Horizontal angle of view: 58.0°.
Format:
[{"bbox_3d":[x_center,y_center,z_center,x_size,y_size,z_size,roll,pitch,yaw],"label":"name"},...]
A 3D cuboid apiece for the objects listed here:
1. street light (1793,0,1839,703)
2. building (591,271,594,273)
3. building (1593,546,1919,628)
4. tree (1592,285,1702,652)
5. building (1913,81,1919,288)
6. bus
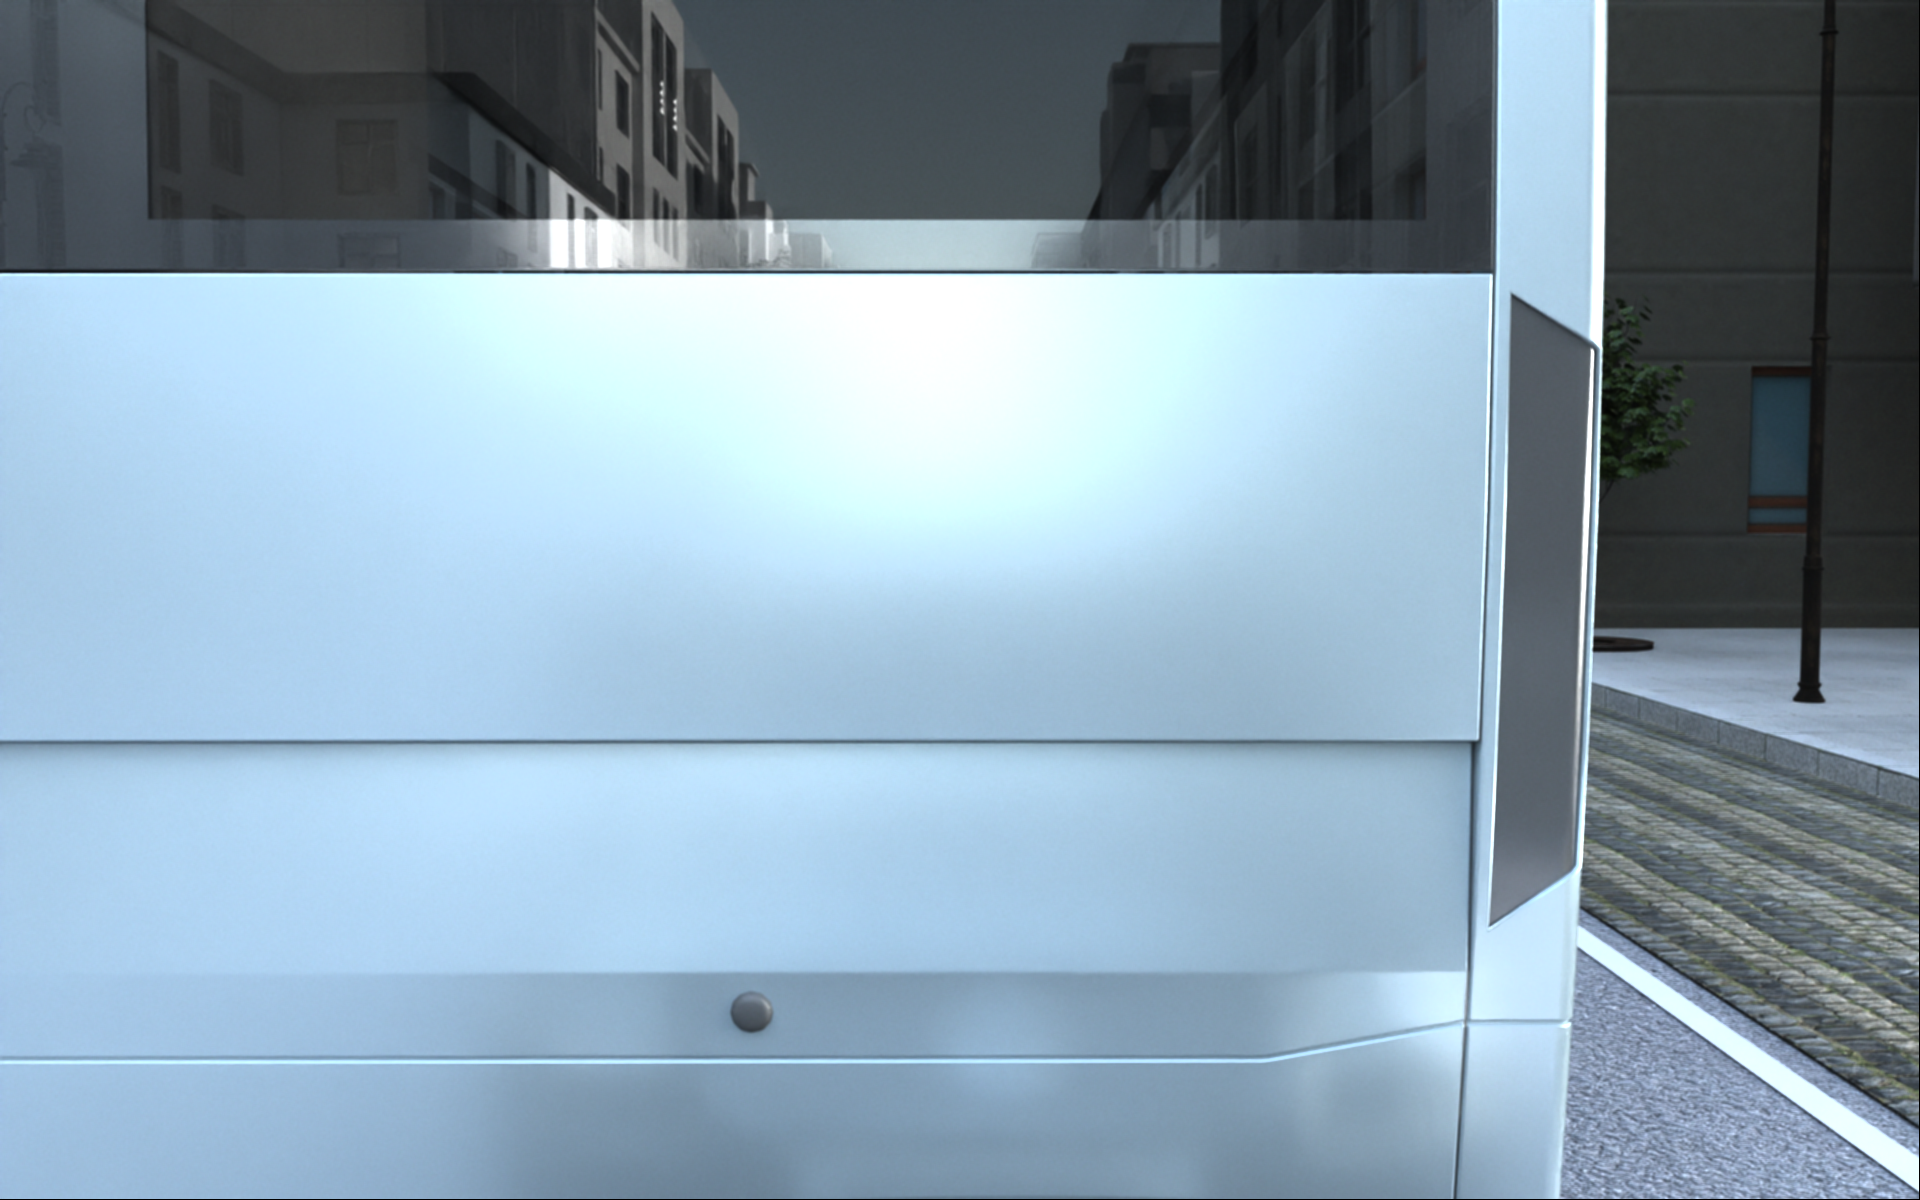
[{"bbox_3d":[5.252,-2.309,10.534,0.468,5.910,1.993,0,4,0],"label":"street light"},{"bbox_3d":[-24.798,-31.765,61.356,28.212,58.520,21.231,0,4,0],"label":"building"},{"bbox_3d":[18.828,-11.337,30.395,27.650,21.520,28.899,0,4,0],"label":"building"},{"bbox_3d":[5.146,-1.214,14.454,1.663,3.219,1.824,0,3,0],"label":"tree"},{"bbox_3d":[13.673,-19.842,8.020,14.154,41.232,14.086,0,4,0],"label":"building"},{"bbox_3d":[-0.547,-0.841,8.618,2.948,3.499,13.247,0,4,0],"label":"bus"}]
